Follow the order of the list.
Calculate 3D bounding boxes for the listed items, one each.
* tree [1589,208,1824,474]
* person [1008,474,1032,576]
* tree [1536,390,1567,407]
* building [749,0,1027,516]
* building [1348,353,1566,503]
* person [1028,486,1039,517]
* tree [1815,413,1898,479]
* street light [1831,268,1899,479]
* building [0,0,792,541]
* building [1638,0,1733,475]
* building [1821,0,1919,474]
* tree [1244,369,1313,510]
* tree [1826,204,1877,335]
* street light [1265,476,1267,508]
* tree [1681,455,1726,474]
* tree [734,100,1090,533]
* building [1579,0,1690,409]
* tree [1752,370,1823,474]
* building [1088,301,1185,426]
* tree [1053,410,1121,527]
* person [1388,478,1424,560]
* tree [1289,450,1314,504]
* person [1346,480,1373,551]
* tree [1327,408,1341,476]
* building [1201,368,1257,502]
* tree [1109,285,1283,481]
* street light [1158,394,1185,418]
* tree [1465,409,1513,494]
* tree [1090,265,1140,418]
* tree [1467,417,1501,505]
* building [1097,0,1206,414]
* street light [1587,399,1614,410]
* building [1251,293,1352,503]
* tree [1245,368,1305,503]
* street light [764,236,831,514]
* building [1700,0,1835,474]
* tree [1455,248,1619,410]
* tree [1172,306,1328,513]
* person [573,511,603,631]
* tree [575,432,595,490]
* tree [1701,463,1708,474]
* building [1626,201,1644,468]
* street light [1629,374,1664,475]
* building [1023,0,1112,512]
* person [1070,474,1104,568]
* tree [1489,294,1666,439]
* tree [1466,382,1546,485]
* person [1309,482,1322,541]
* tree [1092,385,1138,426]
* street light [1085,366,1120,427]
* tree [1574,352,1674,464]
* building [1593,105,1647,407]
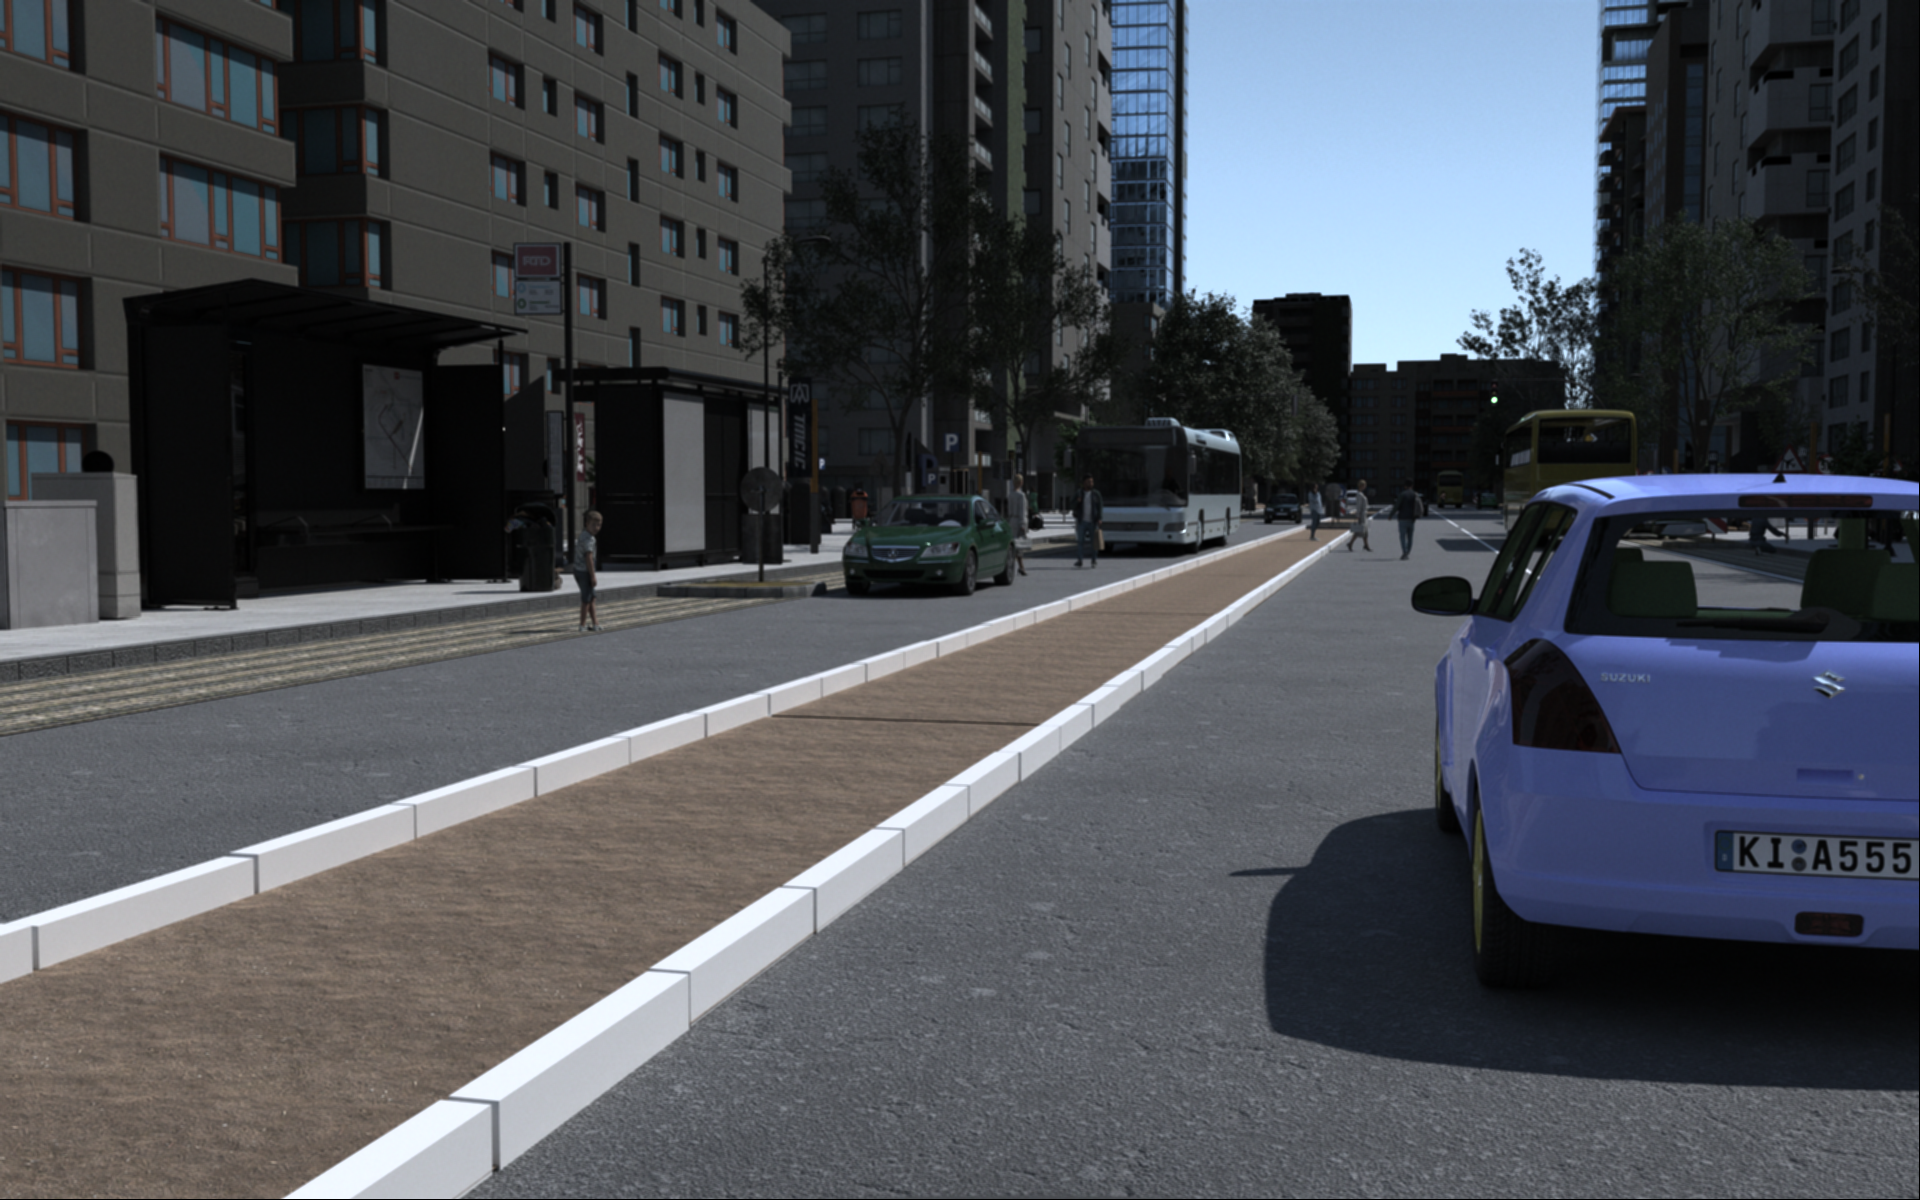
[{"bbox_3d":[26.618,-8.334,62.014,9.928,11.665,9.643,0,3,0],"label":"tree"},{"bbox_3d":[0.960,-1.307,30.222,0.624,1.780,0.694,-1,4,-22],"label":"person"},{"bbox_3d":[41.394,-10.424,120.791,4.737,8.622,4.395,0,3,0],"label":"tree"},{"bbox_3d":[-4.422,-25.592,102.022,14.154,41.232,14.086,1,4,14],"label":"building"},{"bbox_3d":[72.468,-25.049,254.591,28.899,21.520,27.650,1,4,14],"label":"building"},{"bbox_3d":[3.260,-4.226,77.848,0.600,1.795,0.529,-1,4,-19],"label":"person"},{"bbox_3d":[21.445,-2.869,41.509,1.663,3.219,1.824,0,3,0],"label":"tree"},{"bbox_3d":[18.533,-3.852,35.517,1.470,5.913,1.316,1,4,14],"label":"street light"},{"bbox_3d":[-23.757,-12.862,55.333,28.899,21.520,27.650,1,4,14],"label":"building"},{"bbox_3d":[69.990,-30.973,156.519,14.600,45.320,14.200,1,4,14],"label":"building"},{"bbox_3d":[52.972,-19.316,87.511,14.107,30.474,14.160,1,4,14],"label":"building"},{"bbox_3d":[23.743,-13.068,139.425,9.928,11.665,9.643,0,3,0],"label":"tree"},{"bbox_3d":[17.953,-4.903,30.523,4.360,8.622,3.978,0,3,0],"label":"tree"},{"bbox_3d":[26.083,-10.504,144.281,1.470,5.913,1.316,1,4,14],"label":"street light"},{"bbox_3d":[59.217,-9.425,137.806,4.285,4.588,4.351,0,3,0],"label":"tree"},{"bbox_3d":[-1.679,-6.586,42.087,8.767,10.594,7.601,1,4,10],"label":"tree"},{"bbox_3d":[101.132,-56.817,241.625,31.000,86.520,22.319,1,4,14],"label":"building"},{"bbox_3d":[48.661,-9.280,102.086,4.737,8.622,4.395,0,3,0],"label":"tree"},{"bbox_3d":[7.573,-20.084,173.418,27.650,21.520,28.899,1,4,14],"label":"building"},{"bbox_3d":[5.019,-5.076,66.703,4.285,4.588,4.351,0,3,0],"label":"tree"},{"bbox_3d":[9.787,-1.776,37.891,0.623,1.781,0.721,-2,4,-25],"label":"person"},{"bbox_3d":[43.990,-16.544,220.853,4.360,8.622,3.978,0,3,0],"label":"tree"},{"bbox_3d":[10.017,-2.113,43.393,0.624,1.780,0.694,2,4,28],"label":"person"},{"bbox_3d":[39.014,-17.750,196.863,9.857,13.997,8.962,0,3,0],"label":"tree"},{"bbox_3d":[30.235,-25.680,264.908,28.899,21.520,27.650,1,4,14],"label":"building"},{"bbox_3d":[13.022,-10.903,95.265,9.611,12.733,9.660,0,3,0],"label":"tree"},{"bbox_3d":[9.782,-6.620,80.770,1.470,5.913,1.316,1,4,14],"label":"street light"},{"bbox_3d":[67.502,-18.292,217.206,7.486,12.596,7.792,0,3,0],"label":"tree"},{"bbox_3d":[2.383,-7.525,57.443,8.767,10.594,7.601,3,5,39],"label":"tree"},{"bbox_3d":[64.362,-16.639,206.455,8.767,10.594,7.601,2,4,30],"label":"tree"},{"bbox_3d":[15.237,-54.913,210.490,31.000,86.520,22.319,1,4,14],"label":"building"},{"bbox_3d":[31.228,-6.844,84.441,1.470,5.913,1.316,1,4,14],"label":"street light"},{"bbox_3d":[49.729,-29.391,252.247,14.107,30.474,14.160,1,4,14],"label":"building"},{"bbox_3d":[26.591,-14.214,150.533,7.486,12.596,7.792,0,3,0],"label":"tree"},{"bbox_3d":[-3.009,-3.604,31.468,1.470,5.913,1.316,1,4,14],"label":"street light"},{"bbox_3d":[67.413,-32.347,118.112,28.713,52.752,27.495,1,4,14],"label":"building"},{"bbox_3d":[44.422,-17.133,136.014,12.611,20.169,13.585,0,3,0],"label":"tree"},{"bbox_3d":[19.144,-13.015,119.442,9.857,13.997,8.962,0,3,0],"label":"tree"},{"bbox_3d":[-3.866,-0.298,18.052,0.352,1.250,0.332,1,4,17],"label":"person"},{"bbox_3d":[-9.465,-3.165,46.346,1.663,3.219,1.824,0,3,0],"label":"tree"},{"bbox_3d":[38.907,-5.855,90.325,1.663,3.219,1.824,0,3,0],"label":"tree"},{"bbox_3d":[73.036,-24.430,171.129,14.160,30.474,14.107,1,4,14],"label":"building"},{"bbox_3d":[26.616,-5.786,67.135,1.470,5.913,1.316,1,4,14],"label":"street light"},{"bbox_3d":[-3.458,-33.234,132.616,28.713,52.752,27.495,1,4,14],"label":"building"},{"bbox_3d":[2.503,-1.522,33.367,0.794,1.824,0.713,1,4,22],"label":"person"},{"bbox_3d":[38.056,-12.046,107.319,12.009,13.543,11.850,0,3,0],"label":"tree"},{"bbox_3d":[60.406,-17.354,190.386,9.857,13.997,8.962,0,3,0],"label":"tree"},{"bbox_3d":[10.865,-2.710,53.071,0.793,1.790,0.793,0,4,0],"label":"person"},{"bbox_3d":[9.727,-9.716,109.221,4.360,8.622,3.978,0,3,0],"label":"tree"},{"bbox_3d":[5.132,-5.538,63.093,1.470,5.913,1.316,1,4,14],"label":"street light"},{"bbox_3d":[34.693,-8.531,89.841,4.737,8.622,4.395,0,3,0],"label":"tree"},{"bbox_3d":[82.365,-32.807,191.023,22.147,44.769,28.867,1,4,14],"label":"building"}]
